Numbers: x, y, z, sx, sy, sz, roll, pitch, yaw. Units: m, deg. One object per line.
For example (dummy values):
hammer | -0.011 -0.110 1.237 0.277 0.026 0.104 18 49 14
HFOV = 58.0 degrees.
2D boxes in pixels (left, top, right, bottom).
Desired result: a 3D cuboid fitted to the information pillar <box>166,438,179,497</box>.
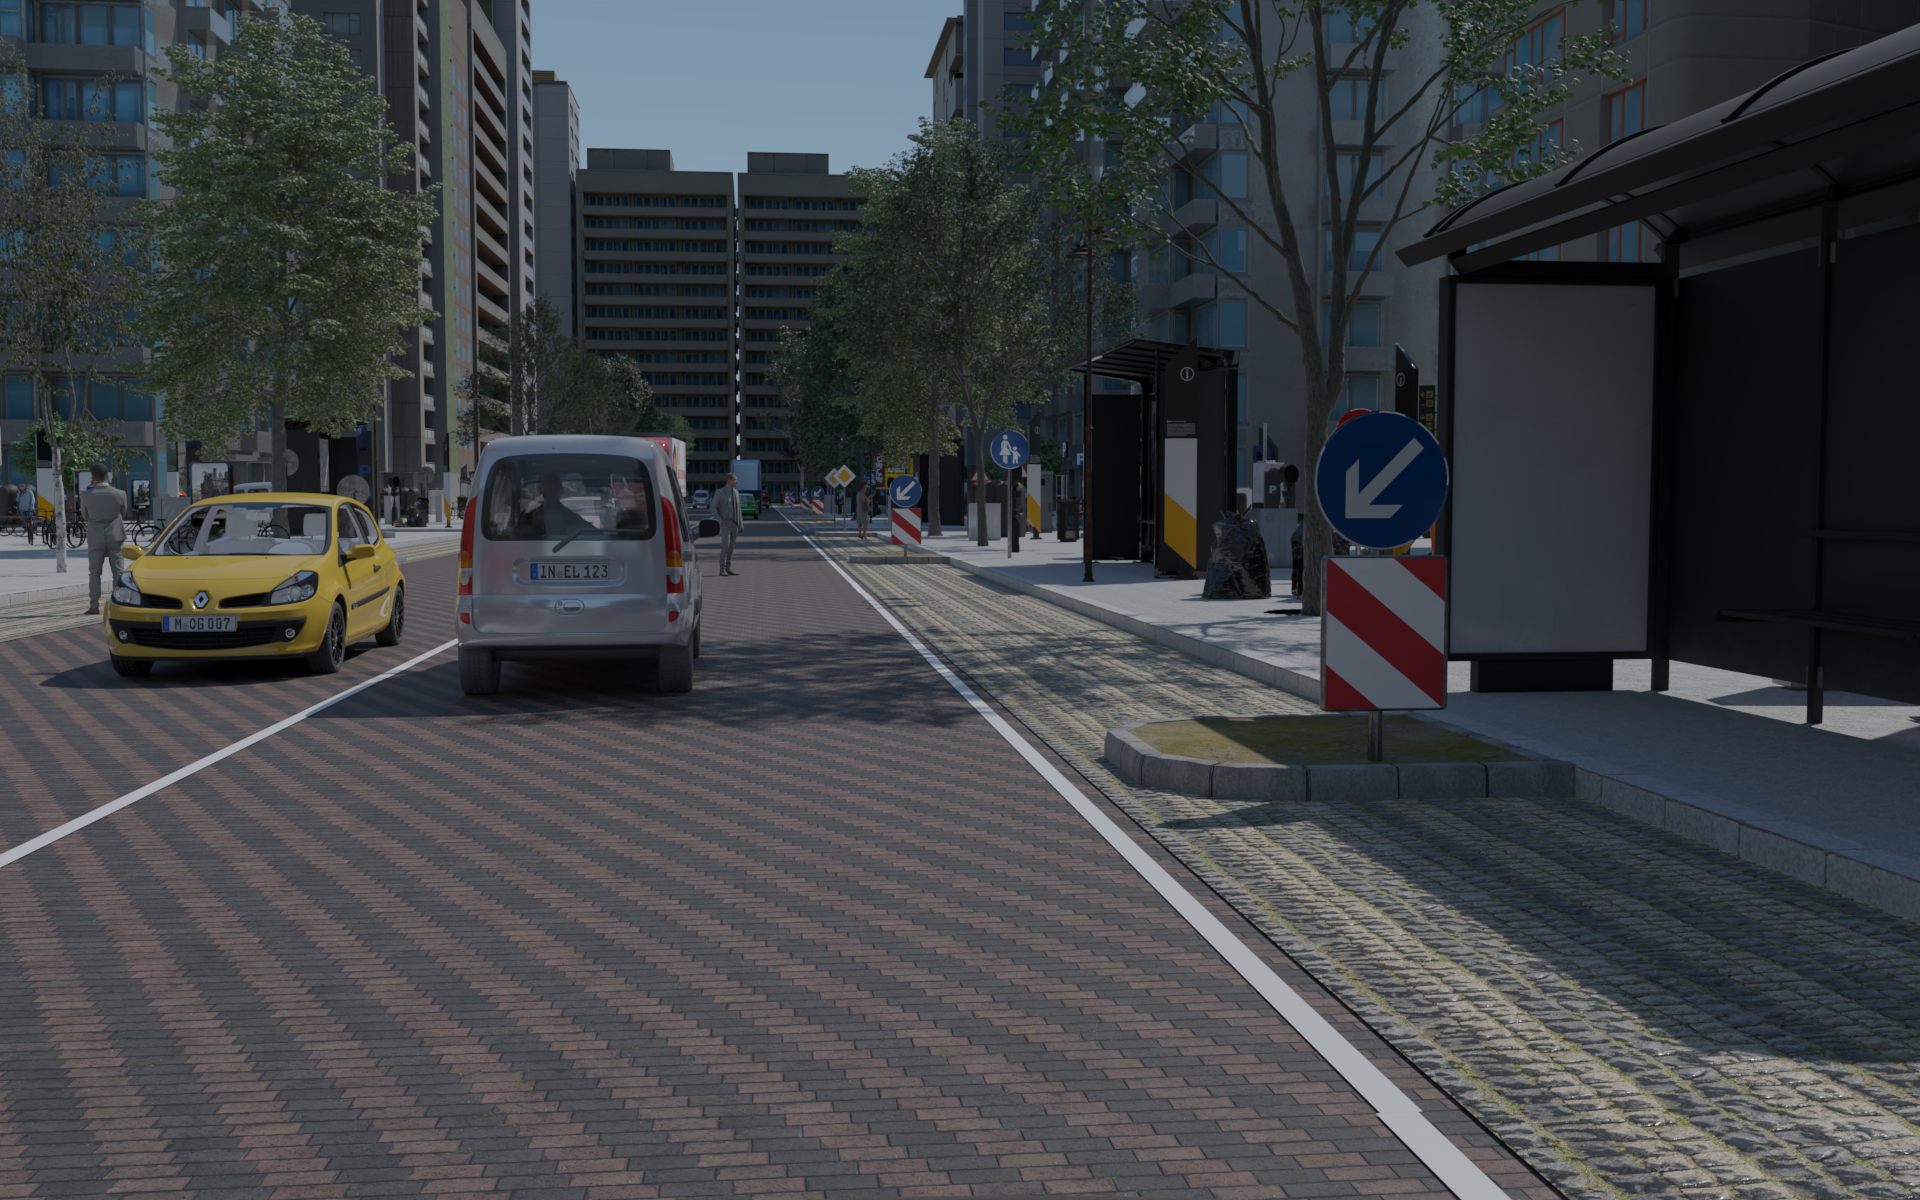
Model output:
information pillar | -29.717 -4.530 65.416 0.504 3.616 0.183 1 4 19

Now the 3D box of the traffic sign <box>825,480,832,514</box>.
traffic sign | -8.419 -6.920 113.247 0.768 2.556 0.104 0 4 -1

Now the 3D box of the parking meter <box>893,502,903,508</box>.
parking meter | -4.775 -7.647 133.443 0.372 1.533 0.369 0 3 0

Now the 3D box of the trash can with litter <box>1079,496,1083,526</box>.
trash can with litter | 4.798 -3.564 69.322 1.678 1.210 2.233 -2 4 -34

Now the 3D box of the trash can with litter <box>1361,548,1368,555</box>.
trash can with litter | 7.554 -1.186 30.785 1.055 1.170 0.624 -2 4 -26

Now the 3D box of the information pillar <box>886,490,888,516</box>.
information pillar | -4.055 -5.839 99.960 0.304 2.012 0.304 2 4 33

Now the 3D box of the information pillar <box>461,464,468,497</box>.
information pillar | -38.211 -8.696 133.539 0.504 3.616 0.183 -1 4 -12

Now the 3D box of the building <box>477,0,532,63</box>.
building | -60.829 -39.443 186.897 28.212 58.520 21.231 0 4 -7

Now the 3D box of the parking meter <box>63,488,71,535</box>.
parking meter | -28.154 -2.811 54.374 0.372 1.533 0.369 0 3 0

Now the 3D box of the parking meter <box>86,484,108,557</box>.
parking meter | -17.450 -1.629 35.051 0.372 1.533 0.369 0 3 0

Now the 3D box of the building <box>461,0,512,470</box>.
building | -54.310 -32.867 161.072 21.300 48.544 21.600 0 4 -7

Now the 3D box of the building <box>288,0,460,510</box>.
building | -46.131 -27.277 129.570 14.154 41.232 14.086 0 4 -7

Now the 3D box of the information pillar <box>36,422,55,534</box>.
information pillar | -29.519 -3.949 55.925 0.504 3.616 0.183 -3 4 -38

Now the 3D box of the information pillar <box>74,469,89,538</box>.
information pillar | -25.626 -2.818 50.560 0.304 2.012 0.304 3 5 40

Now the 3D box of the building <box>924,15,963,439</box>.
building | 11.624 -36.822 191.270 28.713 52.752 27.495 0 4 -7

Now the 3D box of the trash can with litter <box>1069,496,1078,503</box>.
trash can with litter | 6.547 -5.584 102.683 0.624 1.170 1.055 -2 4 -25

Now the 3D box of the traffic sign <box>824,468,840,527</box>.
traffic sign | -4.817 -3.843 66.480 0.795 2.450 0.064 0 4 -7

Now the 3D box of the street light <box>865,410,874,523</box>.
street light | -3.925 -6.307 75.900 0.468 5.910 1.993 0 4 -7

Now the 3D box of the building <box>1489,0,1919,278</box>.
building | 28.742 -11.360 30.777 27.650 21.520 28.899 0 4 -7

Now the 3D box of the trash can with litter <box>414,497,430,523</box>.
trash can with litter | -23.746 -3.983 76.514 0.624 1.170 1.055 -1 4 -13

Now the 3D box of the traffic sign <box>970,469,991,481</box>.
traffic sign | 0.855 -4.458 72.890 0.884 2.594 0.081 0 4 0

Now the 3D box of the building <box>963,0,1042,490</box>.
building | 10.837 -37.983 163.020 21.231 58.520 28.212 0 4 -7

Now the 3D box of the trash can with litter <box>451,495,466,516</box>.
trash can with litter | -29.597 -5.527 101.422 2.233 1.210 1.678 -3 5 -40

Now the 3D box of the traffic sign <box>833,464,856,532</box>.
traffic sign | -3.905 -3.358 58.547 0.795 2.450 0.064 0 4 -7

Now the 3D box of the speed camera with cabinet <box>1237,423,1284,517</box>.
speed camera with cabinet | 7.967 -3.274 47.867 2.038 3.252 0.660 -2 4 -26

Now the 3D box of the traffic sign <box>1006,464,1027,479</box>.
traffic sign | 2.021 -3.669 59.999 0.884 2.594 0.081 0 4 3

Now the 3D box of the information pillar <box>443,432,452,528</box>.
information pillar | -19.520 -4.559 65.887 0.183 3.616 0.504 -2 4 -35

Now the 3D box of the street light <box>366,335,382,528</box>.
street light | -16.159 -4.590 47.839 0.468 5.910 1.993 0 4 -7

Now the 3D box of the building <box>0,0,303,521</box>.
building | -49.355 -28.959 93.091 23.786 49.044 30.456 0 4 -7

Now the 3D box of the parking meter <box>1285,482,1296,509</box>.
parking meter | 10.858 -3.135 56.969 0.255 1.863 0.399 -1 4 -12

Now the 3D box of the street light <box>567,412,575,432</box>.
street light | -21.892 -7.634 97.596 0.468 5.910 1.993 0 4 -7

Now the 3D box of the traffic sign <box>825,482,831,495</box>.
traffic sign | -10.413 -8.496 139.019 0.768 2.556 0.104 0 4 -6

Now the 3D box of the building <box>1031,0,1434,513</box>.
building | 17.502 -31.121 128.436 23.786 49.044 30.456 0 4 -7

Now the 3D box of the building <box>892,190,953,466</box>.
building | -2.923 -36.550 247.698 14.200 45.320 14.600 0 4 -7

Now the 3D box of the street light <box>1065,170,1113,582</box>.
street light | 1.879 -3.204 25.166 0.468 5.910 1.993 0 4 -7

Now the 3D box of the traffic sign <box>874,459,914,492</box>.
traffic sign | -3.734 -6.351 97.717 2.265 3.308 0.079 0 4 -1

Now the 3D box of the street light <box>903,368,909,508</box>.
street light | -1.816 -5.235 58.384 0.468 5.910 1.993 0 4 -7

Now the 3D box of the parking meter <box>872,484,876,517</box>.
parking meter | -4.869 -5.590 97.101 0.255 1.863 0.399 -1 4 -17

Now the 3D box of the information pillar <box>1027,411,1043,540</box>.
information pillar | 2.088 -3.504 48.642 0.504 3.616 0.183 -3 5 -45

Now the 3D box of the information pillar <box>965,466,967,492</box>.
information pillar | 0.255 -8.171 124.953 0.504 3.616 0.183 0 4 6

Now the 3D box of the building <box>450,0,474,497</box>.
building | -48.891 -30.196 143.807 14.600 45.320 14.200 0 4 -7

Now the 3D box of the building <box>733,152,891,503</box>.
building | -21.074 -38.230 248.762 21.600 48.544 21.300 0 4 -7

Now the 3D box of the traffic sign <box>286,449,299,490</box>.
traffic sign | -18.996 -2.976 48.765 0.768 2.556 0.104 0 4 1

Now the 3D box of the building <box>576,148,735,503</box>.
building | -42.508 -38.067 246.089 21.600 48.544 21.300 0 4 -7

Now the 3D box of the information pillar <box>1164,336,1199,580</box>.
information pillar | 3.319 -2.112 25.889 0.504 3.616 0.183 1 4 15

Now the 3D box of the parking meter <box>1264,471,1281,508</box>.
parking meter | 7.947 -2.348 44.106 0.399 1.863 0.255 0 3 0

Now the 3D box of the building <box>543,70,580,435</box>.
building | -67.701 -42.877 243.030 28.212 58.520 21.231 0 4 -7

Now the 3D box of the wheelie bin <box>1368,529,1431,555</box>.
wheelie bin | 7.079 -1.254 28.418 0.980 1.594 0.693 0 4 -5

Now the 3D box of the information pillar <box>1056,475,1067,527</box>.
information pillar | 3.953 -3.843 67.329 0.304 2.012 0.304 -3 5 -42

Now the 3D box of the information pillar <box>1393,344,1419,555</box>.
information pillar | 6.909 -2.173 26.890 0.183 3.616 0.504 -1 4 -22

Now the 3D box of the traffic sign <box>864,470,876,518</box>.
traffic sign | -4.713 -5.649 92.472 0.768 2.556 0.104 0 4 3

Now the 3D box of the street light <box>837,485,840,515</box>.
street light | -7.585 -8.278 108.137 0.468 5.910 1.993 0 4 -7

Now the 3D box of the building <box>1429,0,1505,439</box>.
building | 23.751 -28.878 91.762 30.456 49.044 23.786 0 4 -7

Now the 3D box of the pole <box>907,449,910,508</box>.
pole | -2.339 -5.141 77.897 0.158 3.312 0.155 0 3 0

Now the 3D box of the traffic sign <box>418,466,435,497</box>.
traffic sign | -24.423 -4.842 79.269 0.768 2.556 0.104 0 4 2

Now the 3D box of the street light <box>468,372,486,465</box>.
street light | -18.217 -5.662 65.361 0.468 5.910 1.993 0 4 -7
